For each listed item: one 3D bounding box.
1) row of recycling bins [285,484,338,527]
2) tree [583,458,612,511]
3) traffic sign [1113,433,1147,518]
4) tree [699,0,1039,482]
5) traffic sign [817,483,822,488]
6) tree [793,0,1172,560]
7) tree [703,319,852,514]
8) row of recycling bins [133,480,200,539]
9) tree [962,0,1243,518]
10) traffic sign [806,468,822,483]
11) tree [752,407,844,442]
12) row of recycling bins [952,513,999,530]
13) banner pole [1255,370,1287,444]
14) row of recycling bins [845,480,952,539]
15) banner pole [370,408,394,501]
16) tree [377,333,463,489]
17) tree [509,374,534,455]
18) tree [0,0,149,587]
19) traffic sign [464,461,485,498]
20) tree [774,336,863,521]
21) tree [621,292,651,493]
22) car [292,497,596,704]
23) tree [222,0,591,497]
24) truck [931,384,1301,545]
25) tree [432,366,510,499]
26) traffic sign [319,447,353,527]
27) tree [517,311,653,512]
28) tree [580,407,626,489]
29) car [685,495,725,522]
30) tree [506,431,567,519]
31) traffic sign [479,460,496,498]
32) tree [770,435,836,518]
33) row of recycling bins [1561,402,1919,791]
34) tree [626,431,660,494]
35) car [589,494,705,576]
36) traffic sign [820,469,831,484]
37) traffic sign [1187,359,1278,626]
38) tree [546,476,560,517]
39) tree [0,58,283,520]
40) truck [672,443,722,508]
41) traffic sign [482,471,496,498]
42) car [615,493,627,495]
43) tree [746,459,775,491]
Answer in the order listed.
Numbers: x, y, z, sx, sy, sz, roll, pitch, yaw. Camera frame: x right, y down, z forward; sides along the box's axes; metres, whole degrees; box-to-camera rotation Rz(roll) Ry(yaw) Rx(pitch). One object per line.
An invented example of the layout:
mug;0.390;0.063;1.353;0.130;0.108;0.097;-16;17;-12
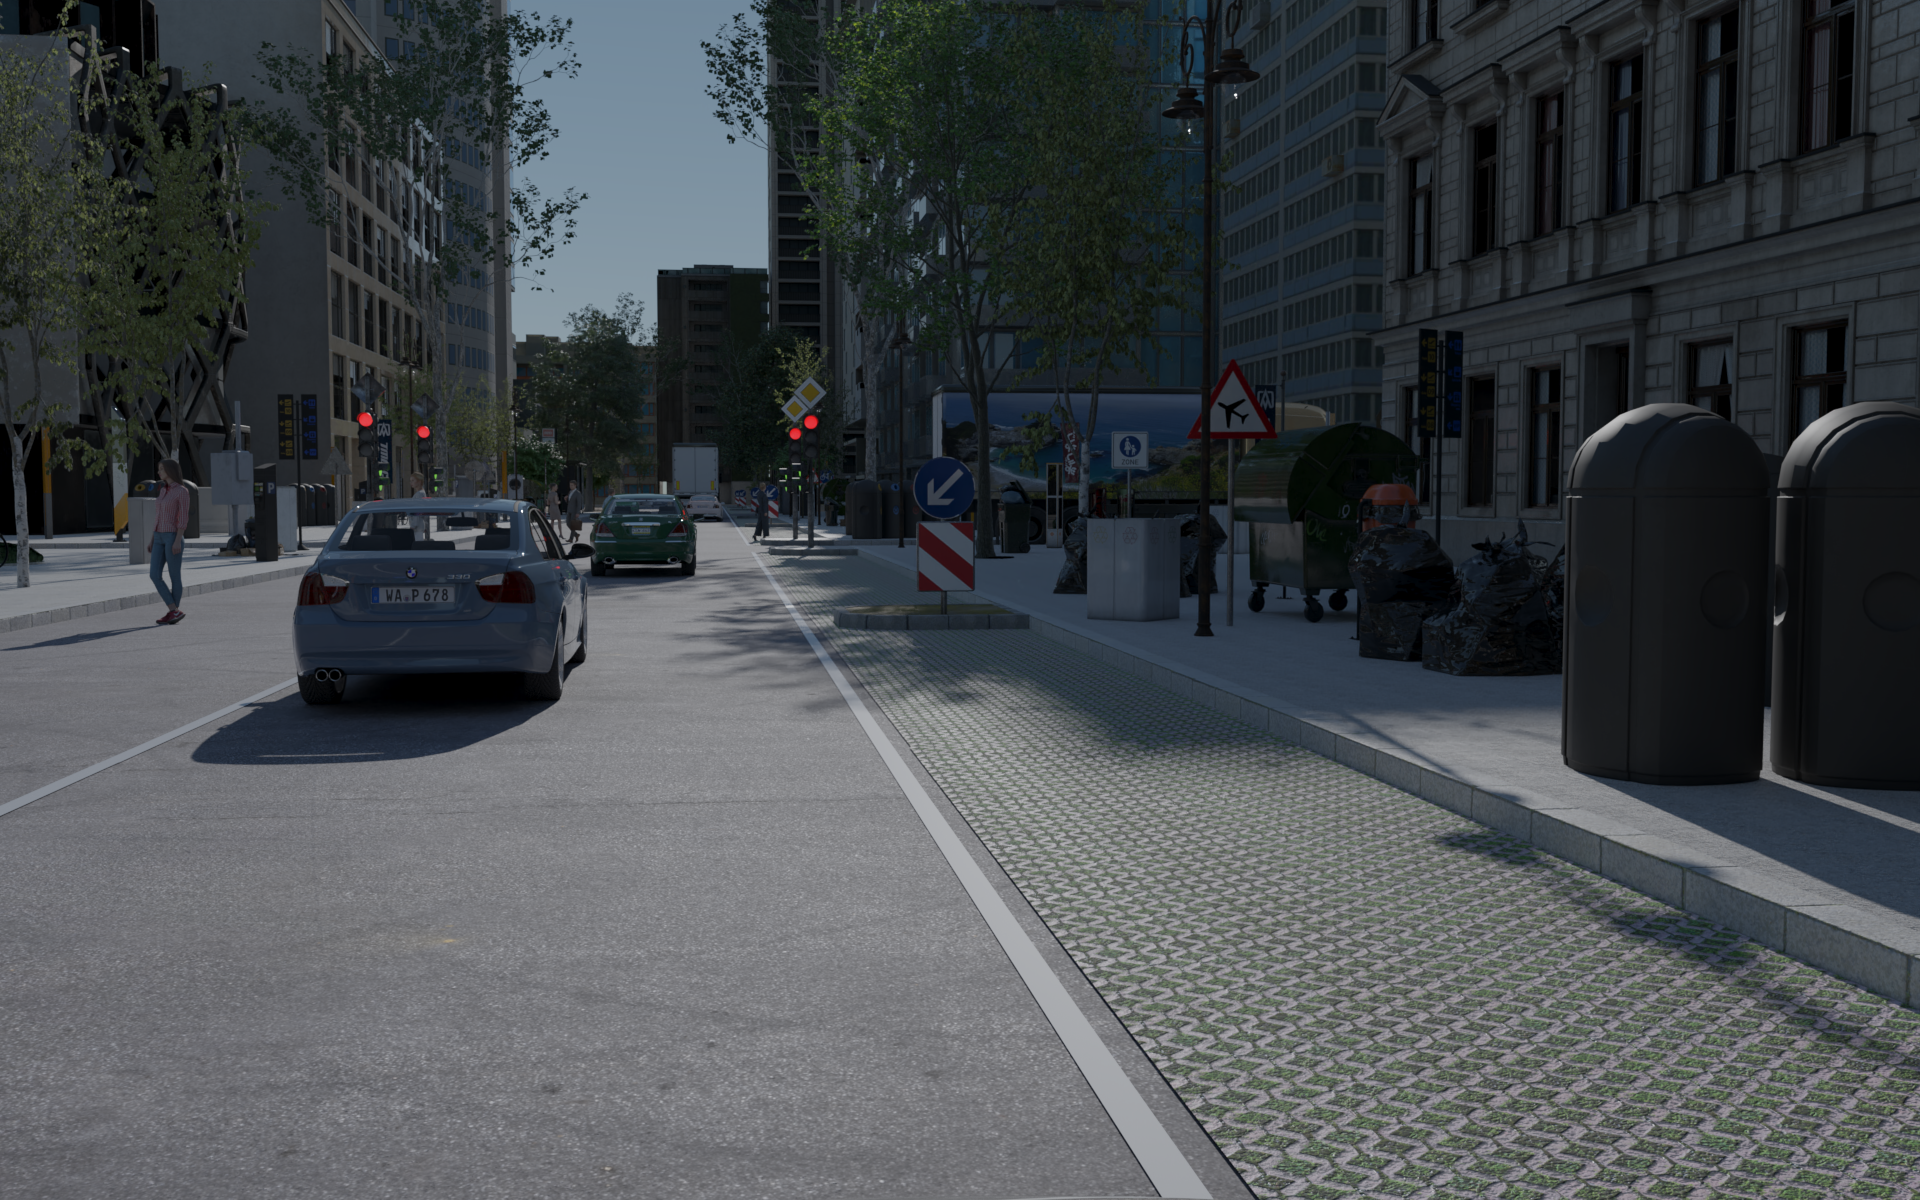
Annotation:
row of recycling bins;-26.086;-3.817;69.520;1.069;1.692;3.534;0;4;6
tree;-28.097;-9.105;132.578;4.285;4.588;4.351;0;3;0
traffic sign;2.780;-1.609;28.430;0.606;2.300;0.079;0;4;-8
tree;-1.612;-12.477;59.888;12.611;20.169;13.585;0;3;0
traffic sign;-8.680;-6.405;105.901;0.795;2.450;0.064;0;4;-4
tree;0.338;-6.634;34.226;9.928;11.665;9.643;0;3;0
tree;-11.744;-12.040;113.862;9.611;12.733;9.660;0;3;0
row of recycling bins;-23.300;-2.678;50.898;1.069;1.692;3.534;-3;5;-43
tree;1.879;-4.557;24.866;4.737;8.622;4.395;0;3;0
traffic sign;-7.215;-5.195;84.945;0.884;2.594;0.081;0;4;-4
tree;-12.757;-11.967;130.076;7.601;10.594;8.767;1;4;20
row of recycling bins;-0.006;-3.341;61.735;3.534;1.692;1.069;-2;4;-23
banner pole;6.305;-2.750;34.986;0.863;3.779;0.401;-1;4;-17
row of recycling bins;-1.835;-2.642;50.313;1.069;1.692;3.534;3;5;39
banner pole;-17.038;-3.719;50.828;0.863;3.779;0.401;-3;4;-38
tree;-24.480;-7.854;78.771;4.737;8.622;4.395;0;3;0
tree;-28.057;-9.496;105.615;4.360;8.622;3.978;0;3;0
tree;-12.945;-4.464;23.351;4.360;8.622;3.978;0;3;0
traffic sign;-18.532;-4.036;66.103;0.768;2.556;0.104;0;4;-6
tree;-6.784;-7.961;80.530;4.360;8.622;3.978;0;3;0
tree;-30.285;-18.631;160.501;12.611;20.169;13.585;0;3;0
car;-3.825;-0.073;13.194;2.014;1.417;4.499;-1;4;-9
tree;-18.536;-12.346;57.749;12.611;20.169;13.585;0;3;0
truck;4.957;-3.498;46.108;11.283;4.237;2.839;0;4;-7
tree;-28.056;-9.092;99.022;4.360;8.622;3.978;0;3;0
traffic sign;-17.058;-2.896;47.348;0.884;2.594;0.081;0;4;-7
tree;-26.303;-13.198;122.434;9.857;13.997;8.962;0;3;0
tree;-29.722;-11.955;145.829;4.360;8.622;3.978;0;3;0
car;-13.306;-4.759;90.173;2.083;1.381;4.827;0;4;-6
tree;-22.178;-6.514;90.210;4.285;4.588;4.351;0;3;0
traffic sign;-18.294;-4.076;66.650;0.884;2.594;0.081;0;4;-3
tree;-8.403;-6.599;91.614;4.285;4.588;4.351;0;3;0
row of recycling bins;4.590;-0.043;7.809;3.534;1.692;1.069;0;4;5
tree;-36.397;-15.124;197.635;4.737;8.622;4.395;0;3;0
car;-5.763;-1.223;31.796;2.131;1.459;4.920;-1;4;-8
traffic sign;-6.744;-5.328;87.225;0.768;2.556;0.104;0;4;-6
traffic sign;2.623;-1.025;16.763;0.884;2.594;0.081;0;4;-3
tree;-23.021;-6.232;96.492;1.663;3.219;1.824;0;3;0
tree;-13.460;-4.810;29.004;4.737;8.622;4.395;0;3;0
truck;-15.325;-6.855;100.987;2.839;4.237;11.283;0;4;-7
traffic sign;-20.509;-4.483;75.427;0.606;2.300;0.079;0;4;-5
car;-21.116;-6.129;109.003;1.959;1.807;4.718;-1;4;-10
tree;-21.673;-14.463;186.828;4.737;8.622;4.395;0;3;0
